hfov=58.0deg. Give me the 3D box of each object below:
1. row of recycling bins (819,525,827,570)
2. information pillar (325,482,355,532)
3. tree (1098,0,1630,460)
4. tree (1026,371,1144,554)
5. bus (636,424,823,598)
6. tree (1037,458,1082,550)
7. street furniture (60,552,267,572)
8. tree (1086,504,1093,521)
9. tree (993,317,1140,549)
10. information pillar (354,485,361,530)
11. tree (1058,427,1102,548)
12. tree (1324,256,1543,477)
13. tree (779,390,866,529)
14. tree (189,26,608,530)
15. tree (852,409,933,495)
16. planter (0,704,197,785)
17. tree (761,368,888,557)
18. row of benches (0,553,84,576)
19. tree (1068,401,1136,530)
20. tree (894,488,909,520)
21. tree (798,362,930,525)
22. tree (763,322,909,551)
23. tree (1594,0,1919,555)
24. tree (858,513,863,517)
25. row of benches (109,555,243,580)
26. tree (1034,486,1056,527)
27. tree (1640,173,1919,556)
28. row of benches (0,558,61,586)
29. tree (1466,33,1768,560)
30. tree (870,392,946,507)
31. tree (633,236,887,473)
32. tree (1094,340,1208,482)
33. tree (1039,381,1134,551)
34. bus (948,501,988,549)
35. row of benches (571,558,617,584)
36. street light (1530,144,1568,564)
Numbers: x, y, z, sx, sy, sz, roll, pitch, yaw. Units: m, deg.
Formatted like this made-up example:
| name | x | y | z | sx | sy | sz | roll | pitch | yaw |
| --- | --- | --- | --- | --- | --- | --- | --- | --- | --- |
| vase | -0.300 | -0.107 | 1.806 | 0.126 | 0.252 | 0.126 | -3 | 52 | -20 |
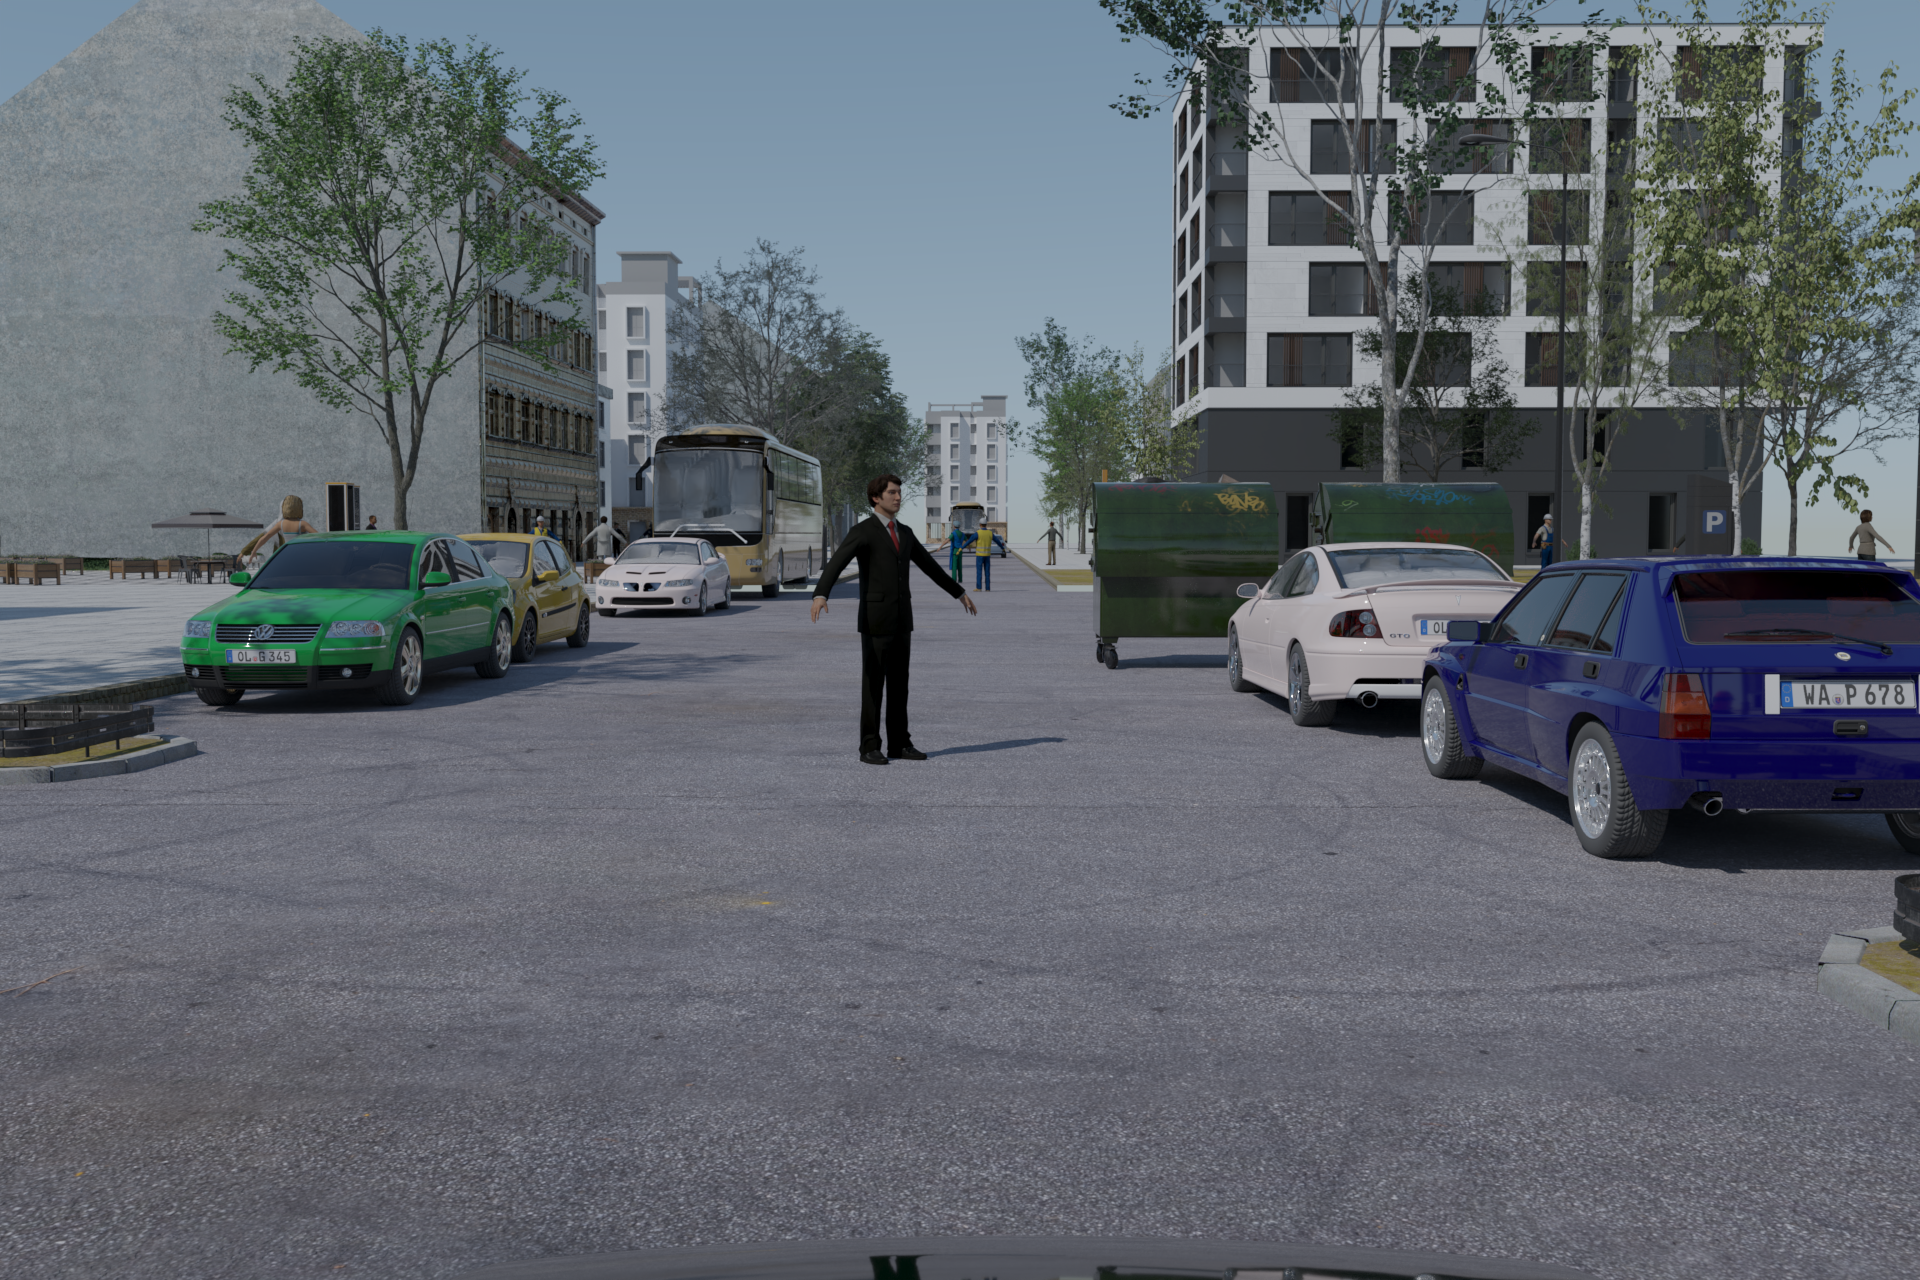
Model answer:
| name | x | y | z | sx | sy | sz | roll | pitch | yaw |
| --- | --- | --- | --- | --- | --- | --- | --- | --- | --- |
| row of recycling bins | -5.328 | -3.391 | 62.559 | 1.069 | 1.692 | 3.534 | 0 | 4 | 2 |
| information pillar | -8.858 | -1.242 | 24.806 | 0.304 | 2.012 | 0.304 | 0 | 4 | 1 |
| tree | 8.264 | -11.120 | 37.709 | 12.611 | 20.169 | 13.585 | 0 | 3 | 0 |
| tree | 7.887 | -11.269 | 110.009 | 9.928 | 11.665 | 9.643 | 0 | 3 | 0 |
| bus | -5.214 | -3.101 | 42.254 | 2.896 | 3.916 | 12.252 | 0 | 4 | 1 |
| tree | 8.641 | -11.418 | 137.045 | 4.360 | 8.622 | 3.978 | 0 | 3 | 0 |
| street furniture | -29.593 | -2.762 | 60.781 | 10.072 | 0.657 | 5.734 | 0 | 4 | 6 |
| tree | 18.913 | -17.324 | 233.604 | 4.360 | 8.622 | 3.978 | 0 | 3 | 0 |
| tree | 9.229 | -17.934 | 149.113 | 12.611 | 20.169 | 13.585 | 0 | 3 | 0 |
| information pillar | -9.248 | -1.326 | 26.172 | 0.304 | 2.012 | 0.304 | 0 | 4 | 1 |
| tree | 8.294 | -10.357 | 119.701 | 4.360 | 8.622 | 3.978 | 0 | 3 | 0 |
| tree | 15.925 | -7.602 | 58.701 | 7.601 | 10.594 | 8.767 | 0 | 4 | 5 |
| tree | -7.610 | -8.474 | 88.912 | 4.360 | 8.622 | 3.978 | 0 | 3 | 0 |
| tree | -11.175 | -6.670 | 34.804 | 9.928 | 11.665 | 9.643 | 0 | 3 | 0 |
| tree | -6.259 | -12.957 | 137.601 | 9.928 | 11.665 | 9.643 | 0 | 3 | 0 |
| planter | -5.960 | 0.633 | 10.787 | 1.991 | 0.319 | 1.994 | 0 | 4 | 1 |
| tree | -7.364 | -9.884 | 96.013 | 7.601 | 10.594 | 8.767 | 1 | 4 | 16 |
| row of benches | -29.072 | -2.403 | 54.748 | 4.104 | 0.672 | 1.422 | 2 | 4 | 33 |
| tree | 7.680 | -8.936 | 96.473 | 4.360 | 8.622 | 3.978 | 0 | 3 | 0 |
| tree | -8.399 | -17.345 | 233.947 | 4.360 | 8.622 | 3.978 | 0 | 3 | 0 |
| tree | -7.207 | -12.814 | 119.872 | 12.009 | 13.543 | 11.850 | 0 | 3 | 0 |
| tree | -7.517 | -12.199 | 106.114 | 9.857 | 13.997 | 8.962 | 0 | 3 | 0 |
| tree | 9.731 | -4.330 | 21.160 | 4.737 | 8.622 | 4.395 | 0 | 3 | 0 |
| tree | -17.359 | -20.262 | 237.936 | 9.857 | 13.997 | 8.962 | 0 | 3 | 0 |
| row of benches | -22.773 | -2.150 | 50.608 | 1.422 | 0.672 | 4.104 | 2 | 4 | 30 |
| tree | 12.670 | -17.342 | 233.900 | 4.360 | 8.622 | 3.978 | 0 | 3 | 0 |
| tree | 28.939 | -9.142 | 59.848 | 12.009 | 13.543 | 11.850 | 0 | 3 | 0 |
| row of benches | -24.223 | -1.761 | 44.256 | 4.104 | 0.672 | 1.422 | 3 | 4 | 37 |
| tree | 9.391 | -4.657 | 26.506 | 4.360 | 8.622 | 3.978 | 0 | 3 | 0 |
| tree | -6.521 | -14.649 | 149.873 | 12.009 | 13.543 | 11.850 | 0 | 3 | 0 |
| tree | -7.893 | -9.808 | 70.731 | 12.009 | 13.543 | 11.850 | 0 | 3 | 0 |
| tree | 7.276 | -7.116 | 66.701 | 4.737 | 8.622 | 4.395 | 0 | 3 | 0 |
| tree | 9.273 | -12.832 | 127.922 | 7.486 | 12.596 | 7.792 | 0 | 3 | 0 |
| bus | 0.693 | -8.713 | 133.998 | 2.896 | 3.916 | 12.252 | 0 | 4 | 1 |
| row of benches | -9.241 | -1.804 | 44.959 | 4.104 | 0.672 | 1.422 | -2 | 4 | -28 |
| street light | 7.575 | -2.919 | 20.264 | 1.470 | 5.913 | 1.316 | 0 | 4 | 1 |
